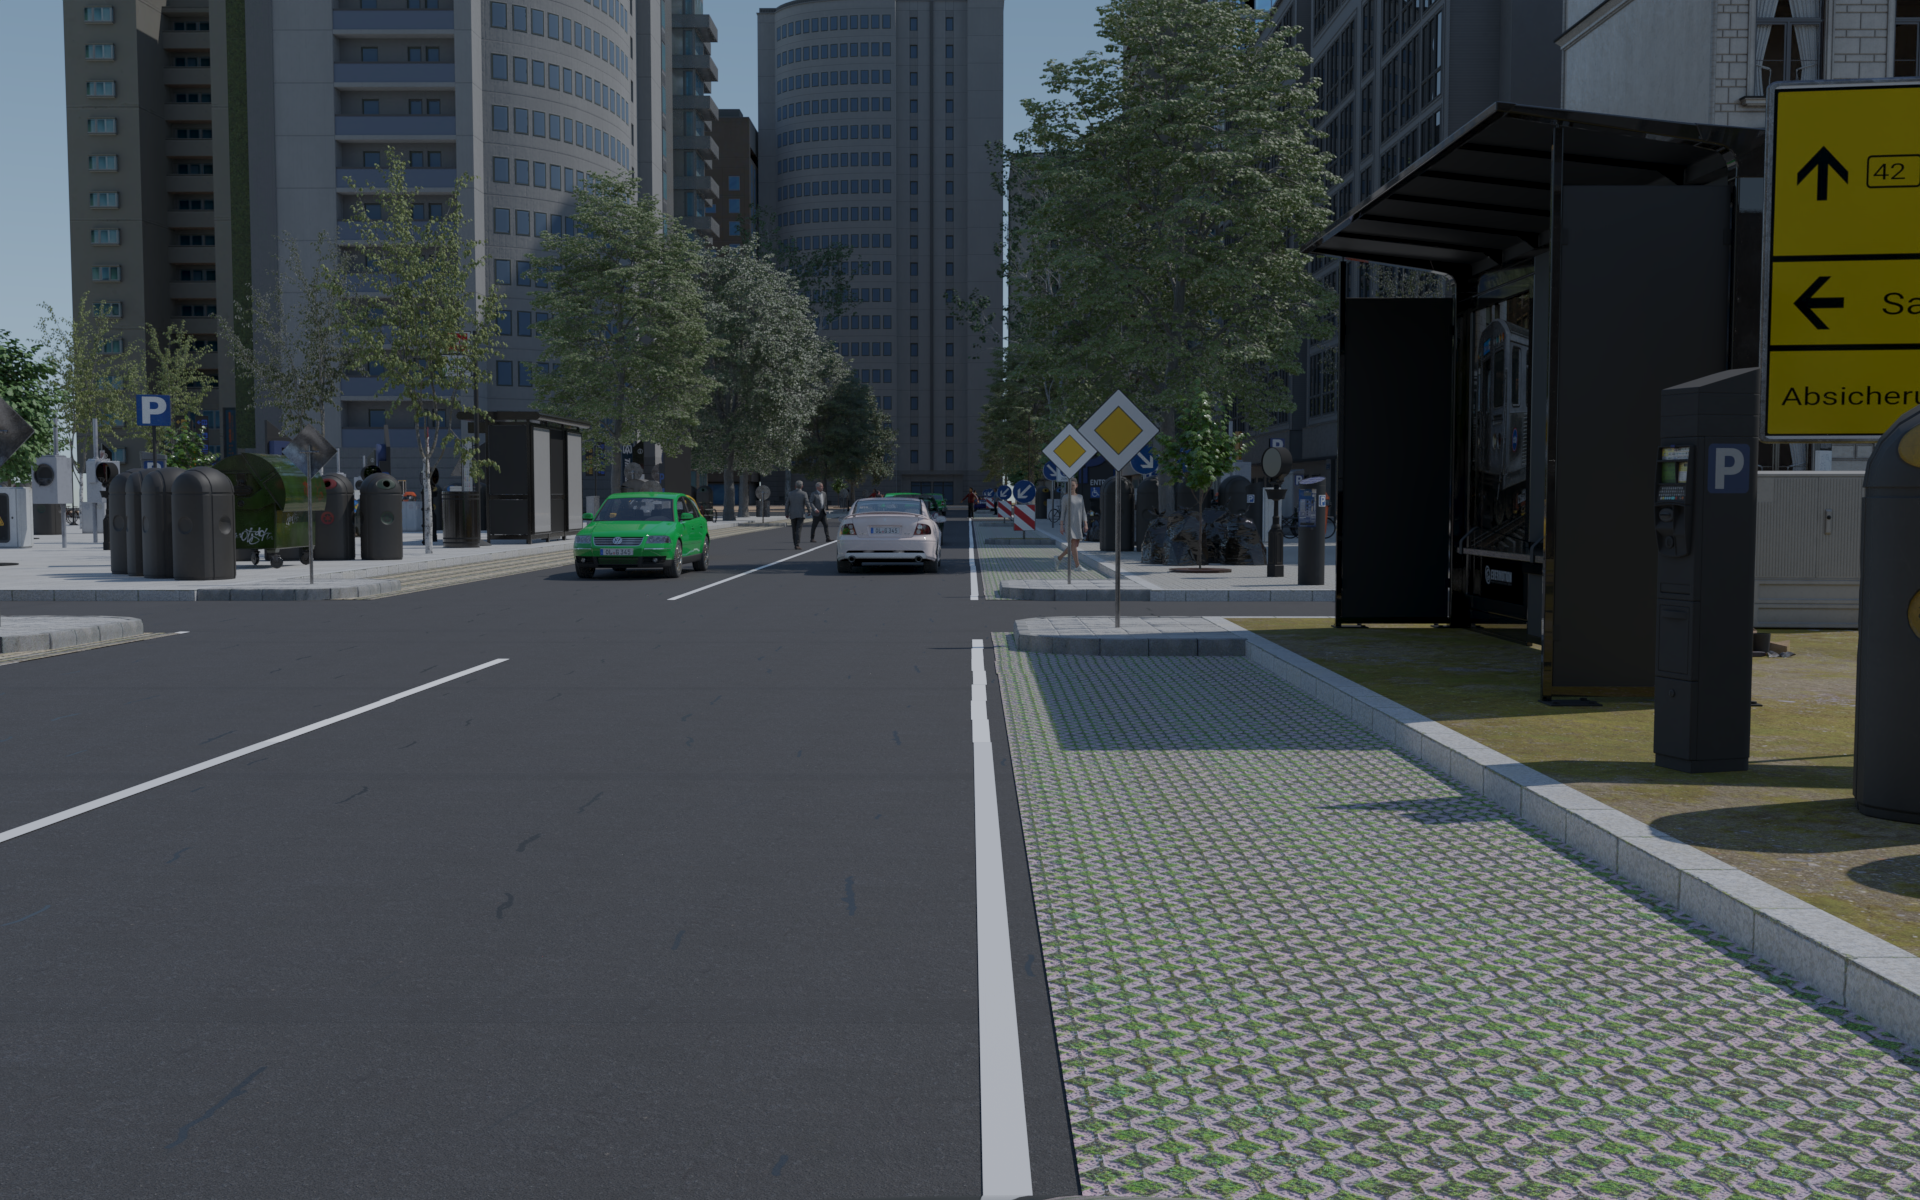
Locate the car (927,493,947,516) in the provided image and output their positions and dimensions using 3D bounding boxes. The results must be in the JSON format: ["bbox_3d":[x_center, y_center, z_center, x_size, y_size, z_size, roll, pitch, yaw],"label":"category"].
[{"bbox_3d":[-1.833,-6.524,115.460,1.959,1.807,4.718,0,4,-2],"label":"car"}]

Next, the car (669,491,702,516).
[{"bbox_3d":[-6.743,-1.753,38.893,2.015,1.641,3.980,0,4,0],"label":"car"}]

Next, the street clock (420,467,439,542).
[{"bbox_3d":[-14.177,-2.565,46.500,0.358,2.002,0.471,0,4,8],"label":"street clock"}]

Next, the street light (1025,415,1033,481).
[{"bbox_3d":[3.954,-7.739,99.314,0.468,5.910,1.993,0,4,0],"label":"street light"}]

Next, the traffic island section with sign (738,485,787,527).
[{"bbox_3d":[-8.674,-4.145,76.405,1.989,1.847,2.006,0,4,0],"label":"traffic island section with sign"}]

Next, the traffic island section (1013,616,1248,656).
[{"bbox_3d":[1.534,0.344,16.659,2.009,0.180,2.903,0,4,0],"label":"traffic island section"}]

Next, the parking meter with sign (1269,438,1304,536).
[{"bbox_3d":[10.247,-3.498,53.454,0.543,3.016,1.738,-2,4,-25],"label":"parking meter with sign"}]

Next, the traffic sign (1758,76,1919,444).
[{"bbox_3d":[5.102,-0.895,8.498,2.265,3.308,0.079,1,4,9],"label":"traffic sign"}]

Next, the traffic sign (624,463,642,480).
[{"bbox_3d":[-13.211,-4.275,69.997,0.768,2.556,0.104,1,4,8],"label":"traffic sign"}]

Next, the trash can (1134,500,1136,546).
[{"bbox_3d":[4.531,-1.921,43.068,0.748,1.137,0.748,0,3,0],"label":"trash can"}]

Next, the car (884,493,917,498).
[{"bbox_3d":[-1.982,-3.210,61.280,1.959,1.807,4.718,0,4,0],"label":"car"}]

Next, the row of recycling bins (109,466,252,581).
[{"bbox_3d":[-12.304,-1.211,26.916,1.069,1.692,3.534,-3,5,-44],"label":"row of recycling bins"}]

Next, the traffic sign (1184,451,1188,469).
[{"bbox_3d":[5.998,-2.770,45.394,0.768,2.556,0.104,0,4,7],"label":"traffic sign"}]

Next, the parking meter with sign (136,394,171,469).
[{"bbox_3d":[-14.484,-2.137,31.194,0.543,3.016,1.738,-2,4,-24],"label":"parking meter with sign"}]

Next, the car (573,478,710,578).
[{"bbox_3d":[-5.635,-1.356,30.975,1.959,1.807,4.718,0,4,1],"label":"car"}]

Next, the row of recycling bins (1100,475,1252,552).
[{"bbox_3d":[4.789,-1.916,38.432,3.534,1.692,1.069,1,4,22],"label":"row of recycling bins"}]

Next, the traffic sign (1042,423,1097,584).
[{"bbox_3d":[1.550,-1.280,24.567,0.795,2.450,0.064,0,4,0],"label":"traffic sign"}]

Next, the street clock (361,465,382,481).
[{"bbox_3d":[-14.594,-2.350,42.998,0.471,2.002,0.358,-3,4,-36],"label":"street clock"}]

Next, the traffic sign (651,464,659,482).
[{"bbox_3d":[-12.601,-4.446,72.794,0.768,2.556,0.104,0,4,5],"label":"traffic sign"}]

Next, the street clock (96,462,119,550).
[{"bbox_3d":[-19.438,-2.138,39.518,0.471,2.002,0.358,1,4,22],"label":"street clock"}]

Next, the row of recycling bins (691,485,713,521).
[{"bbox_3d":[-13.241,-4.580,82.001,3.534,1.692,1.069,2,4,23],"label":"row of recycling bins"}]

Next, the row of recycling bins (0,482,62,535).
[{"bbox_3d":[-29.910,-2.920,54.855,3.534,1.692,1.069,1,4,19],"label":"row of recycling bins"}]

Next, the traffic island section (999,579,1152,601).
[{"bbox_3d":[1.574,-0.145,24.644,2.009,0.180,2.903,0,4,0],"label":"traffic island section"}]

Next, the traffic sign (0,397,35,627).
[{"bbox_3d":[-9.284,-0.796,16.656,0.795,2.450,0.064,0,4,0],"label":"traffic sign"}]

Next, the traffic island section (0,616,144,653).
[{"bbox_3d":[-9.307,0.340,16.718,2.009,0.180,2.903,0,4,0],"label":"traffic island section"}]

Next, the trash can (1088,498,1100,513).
[{"bbox_3d":[4.831,-3.047,61.465,0.748,1.137,0.748,0,3,0],"label":"trash can"}]

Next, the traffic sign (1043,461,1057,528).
[{"bbox_3d":[3.518,-4.000,65.510,0.768,2.556,0.104,1,4,10],"label":"traffic sign"}]

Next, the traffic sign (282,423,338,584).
[{"bbox_3d":[-9.244,-1.284,24.641,0.795,2.450,0.064,0,4,0],"label":"traffic sign"}]

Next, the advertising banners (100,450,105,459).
[{"bbox_3d":[-33.596,-4.425,68.539,2.074,3.025,0.090,3,5,43],"label":"advertising banners"}]

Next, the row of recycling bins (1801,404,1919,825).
[{"bbox_3d":[4.469,0.089,5.657,1.069,1.692,3.534,-1,4,-17],"label":"row of recycling bins"}]

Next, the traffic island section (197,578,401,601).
[{"bbox_3d":[-9.267,-0.148,24.703,2.009,0.180,2.903,0,4,0],"label":"traffic island section"}]

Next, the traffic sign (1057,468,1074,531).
[{"bbox_3d":[3.612,-3.502,59.395,0.606,2.300,0.079,1,4,10],"label":"traffic sign"}]

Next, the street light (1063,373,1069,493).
[{"bbox_3d":[3.769,-5.367,60.532,0.468,5.910,1.993,0,4,0],"label":"street light"}]

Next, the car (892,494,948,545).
[{"bbox_3d":[-1.346,-2.452,49.878,2.009,1.686,4.222,0,4,-1],"label":"car"}]

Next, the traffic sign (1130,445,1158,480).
[{"bbox_3d":[4.796,-2.745,44.987,0.768,2.556,0.104,0,4,4],"label":"traffic sign"}]

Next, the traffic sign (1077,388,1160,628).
[{"bbox_3d":[1.510,-0.791,16.582,0.795,2.450,0.064,0,4,0],"label":"traffic sign"}]

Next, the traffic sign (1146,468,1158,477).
[{"bbox_3d":[6.426,-3.539,57.974,0.768,2.556,0.104,0,4,4],"label":"traffic sign"}]

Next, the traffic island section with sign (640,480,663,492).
[{"bbox_3d":[-8.820,-2.488,49.304,1.989,1.847,2.006,0,4,0],"label":"traffic island section with sign"}]

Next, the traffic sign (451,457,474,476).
[{"bbox_3d":[-14.618,-3.127,51.128,0.884,2.594,0.081,1,4,9],"label":"traffic sign"}]

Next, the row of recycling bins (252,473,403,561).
[{"bbox_3d":[-12.633,-1.615,33.518,3.534,1.692,1.069,-1,4,-14],"label":"row of recycling bins"}]

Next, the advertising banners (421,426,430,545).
[{"bbox_3d":[-13.600,-2.932,44.118,0.090,3.025,2.074,-1,4,-12],"label":"advertising banners"}]

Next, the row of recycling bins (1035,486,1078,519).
[{"bbox_3d":[5.613,-5.037,89.474,3.534,1.692,1.069,1,4,11],"label":"row of recycling bins"}]

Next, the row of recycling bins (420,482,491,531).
[{"bbox_3d":[-17.416,-3.305,61.150,3.534,1.692,1.069,1,4,14],"label":"row of recycling bins"}]

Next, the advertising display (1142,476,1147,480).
[{"bbox_3d":[6.617,-3.305,59.245,0.123,1.923,0.974,-3,5,-43],"label":"advertising display"}]

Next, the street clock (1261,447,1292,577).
[{"bbox_3d":[4.881,-1.356,26.746,0.358,2.002,0.471,-2,4,-32],"label":"street clock"}]

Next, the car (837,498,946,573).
[{"bbox_3d":[-1.309,-1.258,32.938,2.083,1.381,4.827,0,4,0],"label":"car"}]

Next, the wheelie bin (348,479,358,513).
[{"bbox_3d":[-13.303,-1.765,36.772,0.980,1.594,0.693,-2,4,-25],"label":"wheelie bin"}]

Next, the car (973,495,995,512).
[{"bbox_3d":[1.886,-7.594,136.738,1.945,1.354,3.894,0,4,-1],"label":"car"}]
